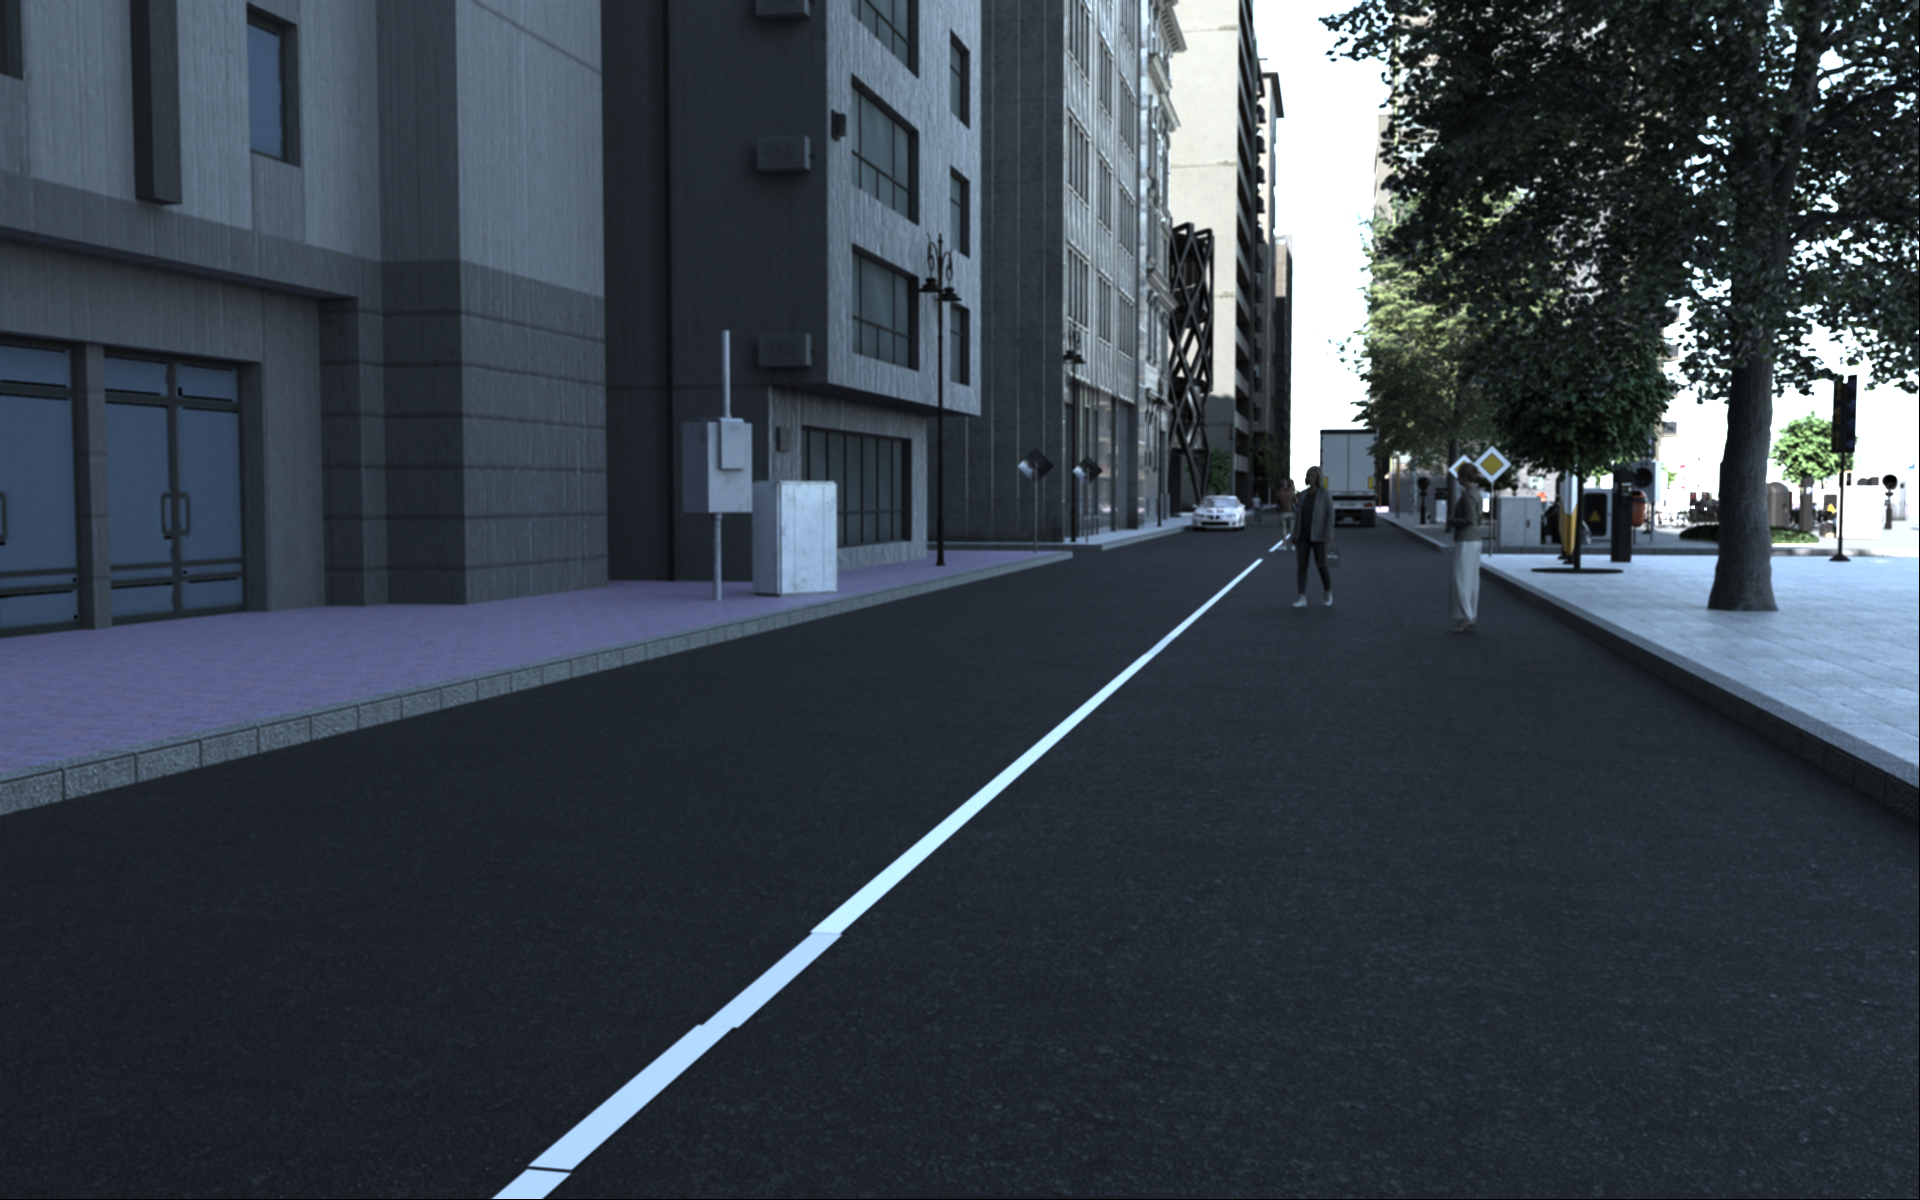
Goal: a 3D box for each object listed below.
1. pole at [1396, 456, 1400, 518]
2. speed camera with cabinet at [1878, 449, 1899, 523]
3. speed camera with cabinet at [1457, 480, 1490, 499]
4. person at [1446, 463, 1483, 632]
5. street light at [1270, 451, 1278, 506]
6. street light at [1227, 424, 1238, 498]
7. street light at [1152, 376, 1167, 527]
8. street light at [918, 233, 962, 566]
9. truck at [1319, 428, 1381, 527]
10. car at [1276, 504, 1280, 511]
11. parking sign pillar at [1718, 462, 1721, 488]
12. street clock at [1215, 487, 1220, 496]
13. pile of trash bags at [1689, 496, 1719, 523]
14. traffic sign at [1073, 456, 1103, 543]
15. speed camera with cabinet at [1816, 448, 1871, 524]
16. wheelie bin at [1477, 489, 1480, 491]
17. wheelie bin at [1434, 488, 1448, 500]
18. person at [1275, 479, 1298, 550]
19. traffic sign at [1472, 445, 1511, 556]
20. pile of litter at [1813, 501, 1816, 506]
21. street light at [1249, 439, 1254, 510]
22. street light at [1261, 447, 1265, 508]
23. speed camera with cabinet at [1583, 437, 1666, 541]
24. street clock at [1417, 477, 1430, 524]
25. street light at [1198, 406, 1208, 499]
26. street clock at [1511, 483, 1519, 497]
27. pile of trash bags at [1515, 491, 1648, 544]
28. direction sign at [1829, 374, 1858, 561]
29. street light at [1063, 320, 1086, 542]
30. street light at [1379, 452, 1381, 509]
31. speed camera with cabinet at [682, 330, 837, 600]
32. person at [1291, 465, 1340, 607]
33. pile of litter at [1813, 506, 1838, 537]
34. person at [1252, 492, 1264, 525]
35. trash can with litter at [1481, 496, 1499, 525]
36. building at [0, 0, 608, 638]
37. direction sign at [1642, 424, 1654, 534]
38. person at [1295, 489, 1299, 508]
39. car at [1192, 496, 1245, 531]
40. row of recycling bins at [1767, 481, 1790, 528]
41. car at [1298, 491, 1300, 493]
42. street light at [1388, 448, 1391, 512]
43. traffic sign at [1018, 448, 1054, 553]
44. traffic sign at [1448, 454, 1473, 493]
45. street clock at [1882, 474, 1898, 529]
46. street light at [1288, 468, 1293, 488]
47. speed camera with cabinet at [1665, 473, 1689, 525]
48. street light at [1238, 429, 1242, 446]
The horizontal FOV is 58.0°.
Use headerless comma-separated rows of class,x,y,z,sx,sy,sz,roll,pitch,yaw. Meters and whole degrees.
pole,23.350,-6.024,92.343,0.158,3.312,0.155,0,3,0
speed camera with cabinet,40.373,-5.009,76.231,2.038,3.252,0.660,-2,4,-25
speed camera with cabinet,27.464,-6.014,92.662,2.038,3.252,0.660,1,4,16
person,5.279,-0.558,18.165,0.362,1.759,0.519,2,4,29
street light,33.779,-13.124,187.364,0.468,5.910,1.993,1,4,12
street light,17.610,-8.556,112.677,0.468,5.910,1.993,1,4,12
street light,7.879,-5.840,68.275,0.468,5.910,1.993,1,4,12
street light,-0.349,-3.555,30.913,0.468,5.910,1.993,1,4,12
truck,17.881,-5.536,79.431,2.839,4.237,11.283,1,4,13
car,28.037,-8.492,148.436,1.945,1.707,3.694,1,4,14
parking sign pillar,44.838,-6.865,100.709,1.447,3.967,1.447,-3,5,-41
street clock,16.563,-6.534,111.402,0.358,2.002,0.471,1,4,13
pile of trash bags,37.960,-4.705,86.672,3.447,1.369,1.912,2,4,23
traffic sign,3.338,-2.555,45.420,0.795,2.450,0.064,1,4,12
speed camera with cabinet,38.290,-4.936,75.039,2.038,3.252,0.660,1,4,13
wheelie bin,33.972,-6.521,114.521,0.980,1.594,0.693,0,4,6
wheelie bin,24.950,-4.998,89.627,0.980,1.594,0.693,2,4,34
person,8.409,-2.196,44.384,0.573,1.828,0.580,3,5,42
traffic sign,10.911,-1.954,35.583,0.795,2.450,0.064,1,4,12
pile of litter,53.336,-5.718,107.450,1.719,0.858,1.176,-2,4,-27
street light,24.041,-10.399,142.803,0.468,5.910,1.993,1,4,12
street light,28.907,-11.772,165.262,0.468,5.910,1.993,1,4,12
speed camera with cabinet,18.074,-3.248,47.433,2.038,3.252,0.660,3,4,38
street clock,19.640,-4.212,73.431,0.471,2.002,0.358,0,4,4
street light,12.698,-7.205,90.584,0.468,5.910,1.993,1,4,12
street clock,36.516,-6.700,114.111,0.471,2.002,0.358,0,4,0
pile of trash bags,15.961,-2.147,44.859,3.447,1.369,1.912,2,4,24
direction sign,16.854,-2.512,33.072,0.379,3.537,0.876,0,4,1
street light,3.031,-4.484,46.108,0.468,5.910,1.993,1,4,12
street light,35.277,-10.552,145.313,0.468,5.910,1.993,1,4,12
speed camera with cabinet,-2.487,-1.672,21.670,2.038,3.252,0.660,-3,5,-45
person,4.578,-0.819,22.066,0.709,1.800,0.728,3,5,43
pile of litter,26.649,-2.331,52.085,1.719,0.858,1.176,0,4,4
person,14.009,-4.302,81.429,0.503,1.515,0.523,-3,4,-36
trash can with litter,21.777,-3.716,71.822,2.233,1.210,1.678,1,4,12
building,-18.098,-28.670,10.755,21.231,58.520,28.212,1,4,12
direction sign,22.312,-3.919,56.079,0.379,3.537,0.876,1,4,8
person,27.314,-8.057,140.169,1.348,1.831,0.705,1,4,19
car,10.290,-3.445,68.693,2.083,1.381,4.827,1,4,13
row of recycling bins,26.310,-3.057,57.099,1.069,1.692,3.534,0,4,5
car,40.305,-11.852,202.447,2.281,1.827,5.304,1,4,11
street light,30.568,-9.198,123.176,0.468,5.910,1.993,1,4,12
traffic sign,1.638,-2.078,37.617,0.795,2.450,0.064,1,4,12
traffic sign,12.611,-2.431,43.386,0.795,2.450,0.064,1,4,12
street clock,33.771,-3.571,62.954,0.471,2.002,0.358,1,4,12
street light,51.745,-18.146,269.469,0.468,5.910,1.993,1,4,12
speed camera with cabinet,29.664,-4.787,72.599,2.038,3.252,0.660,-2,4,-28
street light,19.296,-9.033,120.479,0.468,5.910,1.993,1,4,12
